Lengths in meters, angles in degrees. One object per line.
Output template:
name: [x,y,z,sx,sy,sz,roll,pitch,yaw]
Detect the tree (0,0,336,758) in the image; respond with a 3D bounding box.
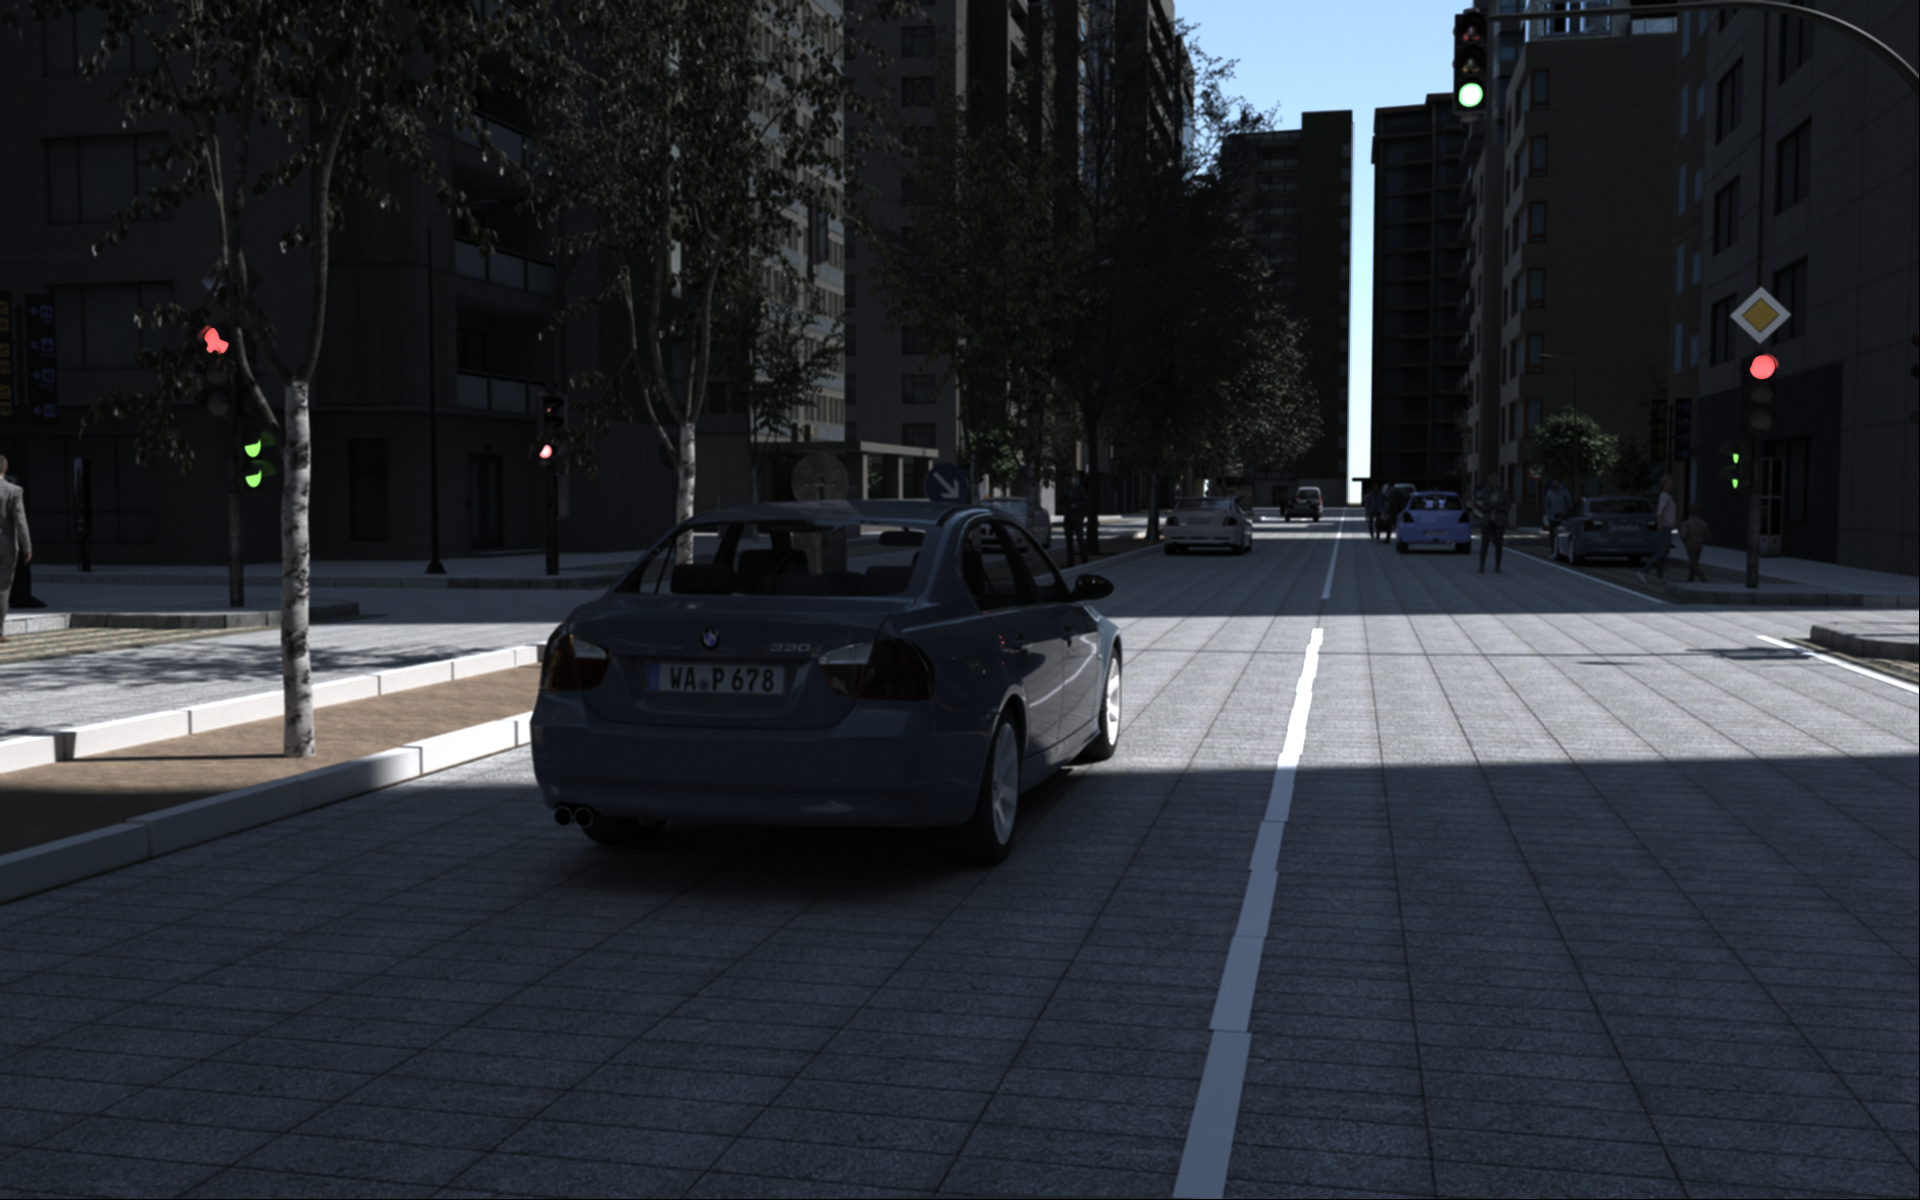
tree: [-3.555,-3.460,9.391,4.360,8.622,3.978,0,3,0]

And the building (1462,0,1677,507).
building: [48.080,-49.373,119.912,22.319,86.520,31.000,1,4,13]

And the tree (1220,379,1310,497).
tree: [13.215,-9.115,85.900,8.767,10.594,7.601,1,4,13]

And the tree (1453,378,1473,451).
tree: [30.712,-9.186,100.557,4.360,8.622,3.978,0,3,0]

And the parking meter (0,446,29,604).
parking meter: [-11.115,-0.889,20.246,0.399,1.863,0.255,-3,4,-37]

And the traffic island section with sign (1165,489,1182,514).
traffic island section with sign: [16.103,-7.225,126.758,1.989,1.847,2.006,1,4,13]

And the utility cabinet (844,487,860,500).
utility cabinet: [-3.219,-2.541,50.218,0.318,1.500,1.173,1,4,17]

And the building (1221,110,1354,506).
building: [35.519,-30.914,189.042,14.086,41.232,14.154,1,4,13]

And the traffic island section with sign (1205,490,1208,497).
traffic island section with sign: [22.010,-8.838,153.124,1.989,1.847,2.006,1,4,13]

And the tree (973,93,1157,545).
tree: [1.337,-4.845,32.042,4.360,8.622,3.978,0,3,0]

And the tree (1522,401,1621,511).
tree: [21.457,-4.737,61.163,4.285,4.588,4.351,0,3,0]

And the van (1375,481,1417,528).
van: [18.019,-3.938,71.406,2.013,2.044,4.112,1,4,11]

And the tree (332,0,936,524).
tree: [-2.319,-3.794,14.845,4.360,8.622,3.978,0,3,0]

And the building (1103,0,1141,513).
building: [2.742,-42.106,126.686,20.563,71.187,20.611,1,4,13]

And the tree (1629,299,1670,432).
tree: [26.912,-6.916,63.441,4.360,8.622,3.978,0,3,0]

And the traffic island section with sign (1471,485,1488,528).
traffic island section with sign: [22.236,-4.028,74.483,1.989,1.847,2.006,1,4,13]

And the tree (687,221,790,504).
tree: [-5.214,-5.818,45.488,4.737,8.622,4.395,0,3,0]

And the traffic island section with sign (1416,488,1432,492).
traffic island section with sign: [33.096,-6.990,122.920,1.989,1.847,2.006,1,4,13]

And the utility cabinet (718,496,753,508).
utility cabinet: [-6.485,-2.386,50.168,1.020,1.237,0.306,-1,4,-22]

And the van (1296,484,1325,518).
van: [21.086,-5.983,104.837,2.013,2.044,4.112,1,4,11]

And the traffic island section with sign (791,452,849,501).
traffic island section with sign: [-1.683,-0.633,18.478,2.006,1.907,1.989,1,4,13]

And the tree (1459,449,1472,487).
tree: [32.705,-7.571,107.496,4.285,4.588,4.351,0,3,0]

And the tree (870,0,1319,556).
tree: [3.093,-7.777,39.974,12.009,13.543,11.850,0,3,0]

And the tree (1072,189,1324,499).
tree: [8.296,-8.772,62.887,9.611,12.733,9.660,0,3,0]

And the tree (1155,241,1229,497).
tree: [5.447,-5.861,48.642,4.360,8.622,3.978,0,3,0]

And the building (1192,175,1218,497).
building: [18.858,-31.187,201.786,23.993,40.220,32.217,1,4,13]

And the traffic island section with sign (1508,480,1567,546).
traffic island section with sign: [16.335,-2.419,48.179,1.989,1.847,2.006,1,4,13]

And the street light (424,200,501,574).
street light: [-7.936,-3.370,27.648,1.470,5.913,1.316,1,4,13]

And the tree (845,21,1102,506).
tree: [0.244,-4.526,26.821,4.737,8.622,4.395,0,3,0]

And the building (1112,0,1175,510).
building: [6.566,-32.105,148.619,21.300,48.544,21.600,1,4,13]

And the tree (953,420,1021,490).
tree: [1.216,-5.658,76.230,4.285,4.588,4.351,0,3,0]

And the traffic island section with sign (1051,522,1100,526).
traffic island section with sign: [5.275,-4.270,78.448,1.989,1.847,2.006,1,4,13]

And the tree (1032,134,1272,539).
tree: [6.061,-8.193,54.545,7.486,12.596,7.792,0,3,0]

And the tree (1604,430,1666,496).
tree: [20.253,-3.525,52.233,1.663,3.219,1.824,0,3,0]

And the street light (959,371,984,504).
street light: [0.524,-5.673,65.287,1.470,5.913,1.316,1,4,13]

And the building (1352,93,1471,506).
building: [57.607,-32.621,187.973,28.867,44.769,22.147,1,4,13]

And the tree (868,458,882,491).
tree: [-4.253,-5.061,77.350,1.663,3.219,1.824,0,3,0]

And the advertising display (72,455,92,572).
advertising display: [-14.554,-1.438,28.731,0.123,1.923,0.974,-3,4,-36]

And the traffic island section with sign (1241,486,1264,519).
traffic island section with sign: [16.370,-5.559,99.033,2.006,1.907,1.989,1,4,13]

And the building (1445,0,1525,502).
building: [55.544,-32.520,151.314,23.786,49.044,30.456,1,4,13]

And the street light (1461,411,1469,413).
street light: [28.621,-7.584,96.540,1.470,5.913,1.316,1,4,13]

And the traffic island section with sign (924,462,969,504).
traffic island section with sign: [-0.054,-1.075,25.705,2.006,1.907,1.989,1,4,13]

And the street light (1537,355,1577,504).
street light: [19.931,-5.212,57.756,1.470,5.913,1.316,1,4,13]
